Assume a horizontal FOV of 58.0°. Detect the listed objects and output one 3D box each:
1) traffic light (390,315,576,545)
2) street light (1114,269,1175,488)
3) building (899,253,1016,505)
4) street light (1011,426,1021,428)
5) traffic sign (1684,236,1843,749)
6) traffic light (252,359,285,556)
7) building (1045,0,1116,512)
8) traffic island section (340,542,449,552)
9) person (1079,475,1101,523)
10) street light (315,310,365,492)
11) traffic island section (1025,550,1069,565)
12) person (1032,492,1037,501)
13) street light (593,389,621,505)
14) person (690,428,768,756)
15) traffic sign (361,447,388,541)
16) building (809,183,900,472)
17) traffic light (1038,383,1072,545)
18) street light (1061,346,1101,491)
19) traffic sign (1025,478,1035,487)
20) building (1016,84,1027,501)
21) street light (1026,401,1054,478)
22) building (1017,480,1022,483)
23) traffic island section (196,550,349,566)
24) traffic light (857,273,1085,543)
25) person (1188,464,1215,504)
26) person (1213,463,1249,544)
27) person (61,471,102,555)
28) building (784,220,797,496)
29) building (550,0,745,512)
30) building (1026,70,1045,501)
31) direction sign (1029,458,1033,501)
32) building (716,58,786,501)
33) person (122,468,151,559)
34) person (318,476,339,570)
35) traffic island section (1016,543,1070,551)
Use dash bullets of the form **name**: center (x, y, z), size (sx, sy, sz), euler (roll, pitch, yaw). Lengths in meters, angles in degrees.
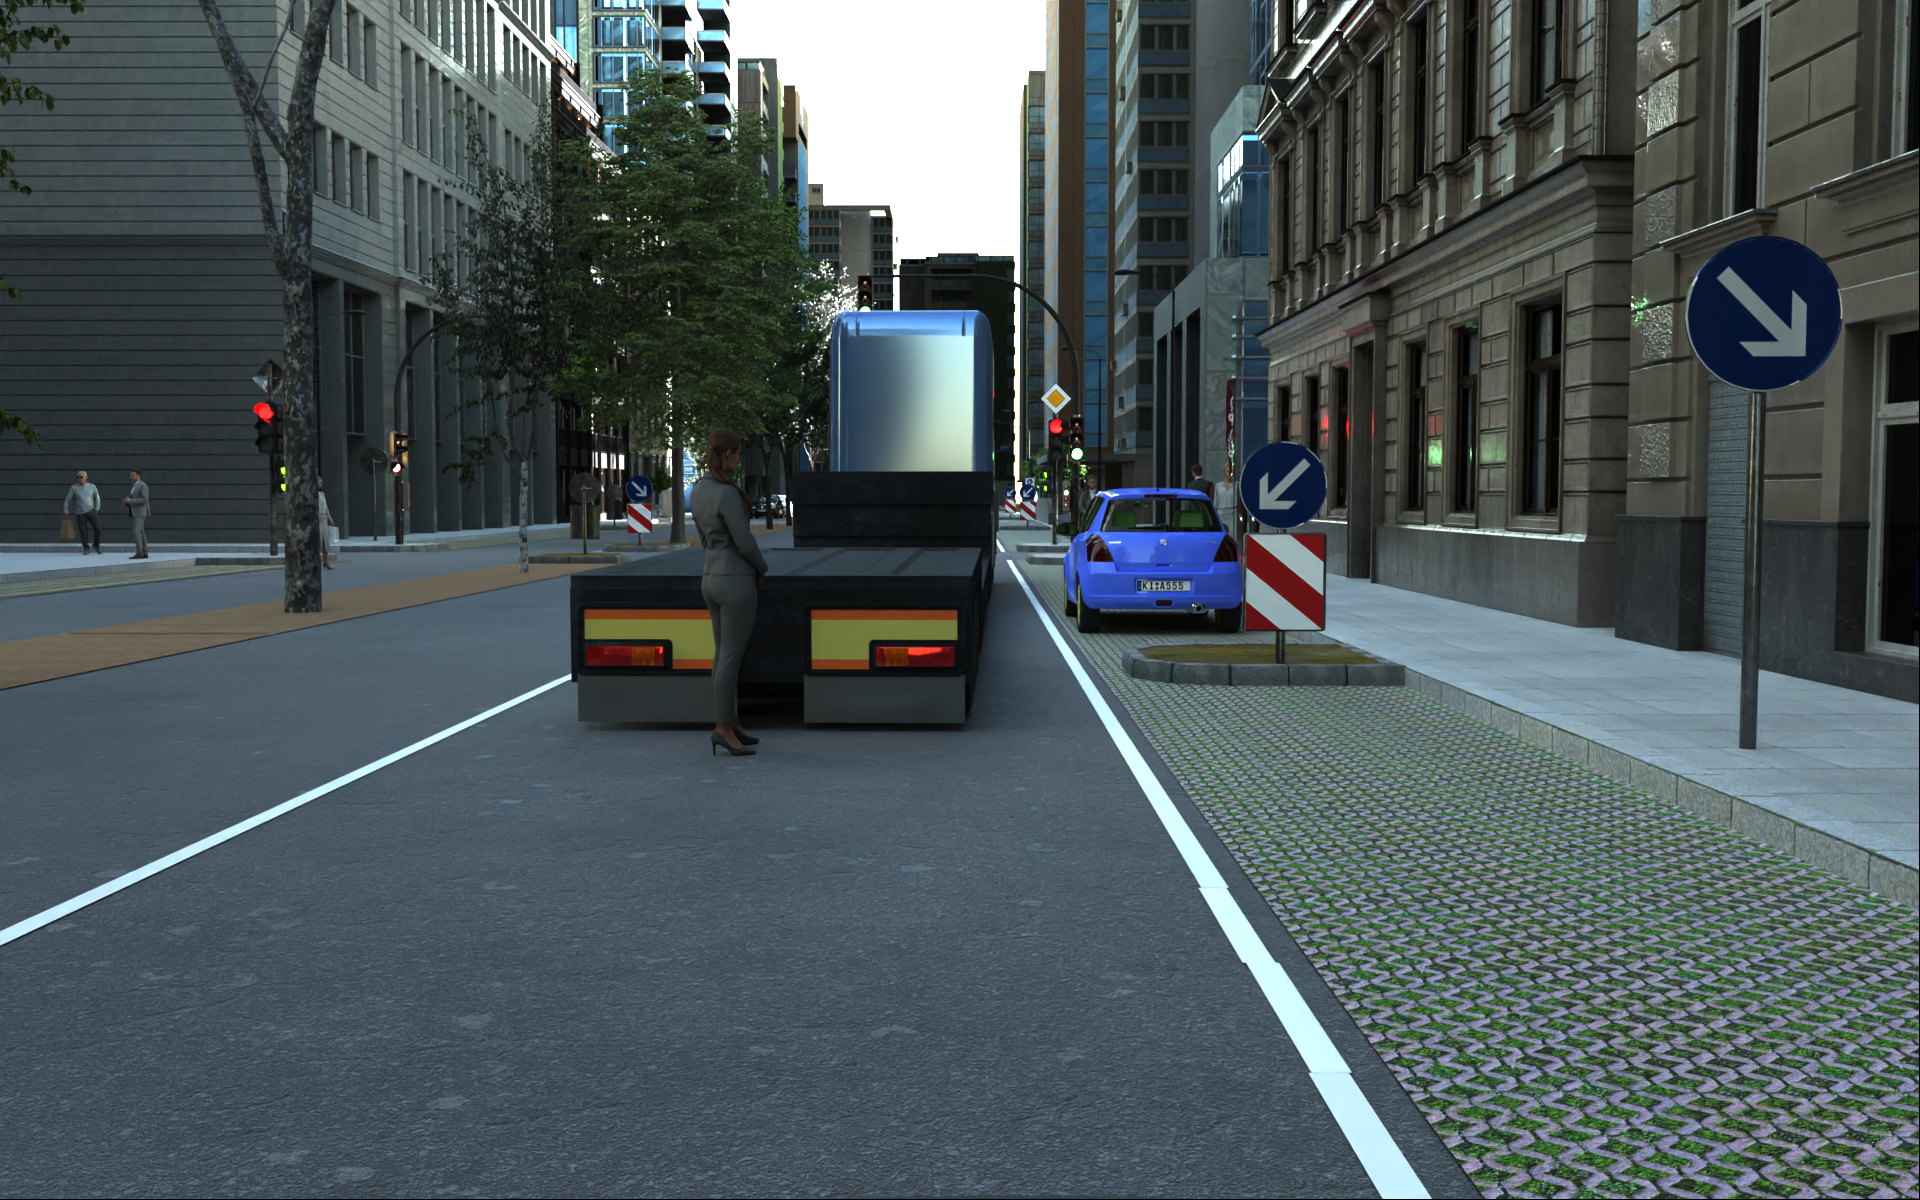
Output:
- **traffic light**: center (-12.162, -4.241, 44.009), size (4.771, 5.953, 1.251), euler (0, 4, 0)
- **street light**: center (3.872, -3.877, 35.926), size (1.470, 5.913, 1.316), euler (0, 4, 0)
- **building**: center (-0.365, -26.829, 210.350), size (14.107, 30.474, 14.160), euler (0, 4, 0)
- **street light**: center (4.187, -8.929, 118.528), size (1.470, 5.913, 1.316), euler (0, 4, 0)
- **traffic sign**: center (3.975, -0.523, 8.661), size (0.768, 2.556, 0.104), euler (0, 4, 2)
- **traffic light**: center (-14.287, -2.879, 35.997), size (0.839, 4.253, 0.868), euler (0, 4, 0)
- **building**: center (13.657, -29.462, 131.808), size (14.600, 45.320, 14.200), euler (0, 4, 0)
- **traffic island section**: center (-14.295, -1.336, 44.117), size (2.009, 0.180, 2.903), euler (0, 4, 0)
- **person**: center (2.523, -1.451, 32.504), size (0.520, 1.790, 0.573), euler (-1, 4, -12)
- **street light**: center (-15.719, -4.363, 43.879), size (1.470, 5.913, 1.316), euler (0, 4, 0)
- **traffic island section**: center (2.414, -0.843, 36.059), size (2.009, 0.180, 2.903), euler (0, 4, 0)
- **person**: center (4.987, -6.666, 115.369), size (0.444, 1.785, 0.601), euler (2, 4, 29)
- **street light**: center (-15.615, -6.362, 76.566), size (1.470, 5.913, 1.316), euler (0, 4, 0)
- **person**: center (-1.213, -0.049, 9.580), size (0.520, 1.790, 0.573), euler (3, 5, 40)
- **traffic sign**: center (-15.972, -2.883, 47.239), size (0.768, 2.556, 0.104), euler (0, 4, 4)
- **building**: center (-19.801, -32.259, 219.309), size (23.993, 40.220, 32.217), euler (0, 4, 0)
- **traffic light**: center (2.407, -3.365, 43.930), size (0.839, 4.253, 0.868), euler (0, 4, 0)
- **street light**: center (3.862, -5.021, 54.628), size (1.470, 5.913, 1.316), euler (0, 4, 0)
- **traffic sign**: center (4.386, -6.510, 108.575), size (0.606, 2.300, 0.079), euler (0, 4, 6)
- **building**: center (13.479, -32.791, 186.250), size (14.600, 45.320, 14.200), euler (0, 4, 0)
- **street light**: center (4.107, -6.960, 86.337), size (1.470, 5.913, 1.316), euler (0, 4, 0)
- **building**: center (21.542, -34.159, 213.118), size (28.867, 44.769, 22.147), euler (0, 4, 0)
- **traffic island section**: center (-14.327, -0.847, 36.132), size (2.009, 0.180, 2.903), euler (0, 4, 0)
- **traffic light**: center (0.282, -3.740, 35.813), size (4.771, 5.953, 1.251), euler (0, 4, 0)
- **person**: center (4.450, -1.587, 31.961), size (0.622, 1.834, 0.822), euler (-2, 4, -33)
- **person**: center (4.342, -1.307, 27.764), size (0.694, 1.780, 0.624), euler (2, 4, 35)
- **person**: center (-18.579, -1.839, 36.595), size (0.782, 1.767, 0.515), euler (-2, 4, -29)
- **building**: center (-23.958, -24.492, 172.145), size (14.160, 30.474, 14.107), euler (0, 4, 0)
- **building**: center (-28.053, -50.206, 133.546), size (22.319, 86.520, 31.000), euler (0, 4, 0)
- **building**: center (13.504, -29.801, 170.833), size (14.154, 41.232, 14.086), euler (0, 4, 0)
- **direction sign**: center (4.509, -7.223, 110.087), size (0.379, 3.537, 0.876), euler (-1, 4, -13)
- **building**: center (-23.705, -29.000, 157.746), size (14.154, 41.232, 14.086), euler (0, 4, 0)
- **person**: center (-16.400, -1.721, 34.383), size (0.606, 1.804, 0.583), euler (3, 4, 38)
- **person**: center (-12.208, -1.471, 32.906), size (0.694, 1.780, 0.624), euler (-3, 5, -45)
- **traffic island section**: center (2.447, -1.331, 44.044), size (2.009, 0.180, 2.903), euler (0, 4, 0)
